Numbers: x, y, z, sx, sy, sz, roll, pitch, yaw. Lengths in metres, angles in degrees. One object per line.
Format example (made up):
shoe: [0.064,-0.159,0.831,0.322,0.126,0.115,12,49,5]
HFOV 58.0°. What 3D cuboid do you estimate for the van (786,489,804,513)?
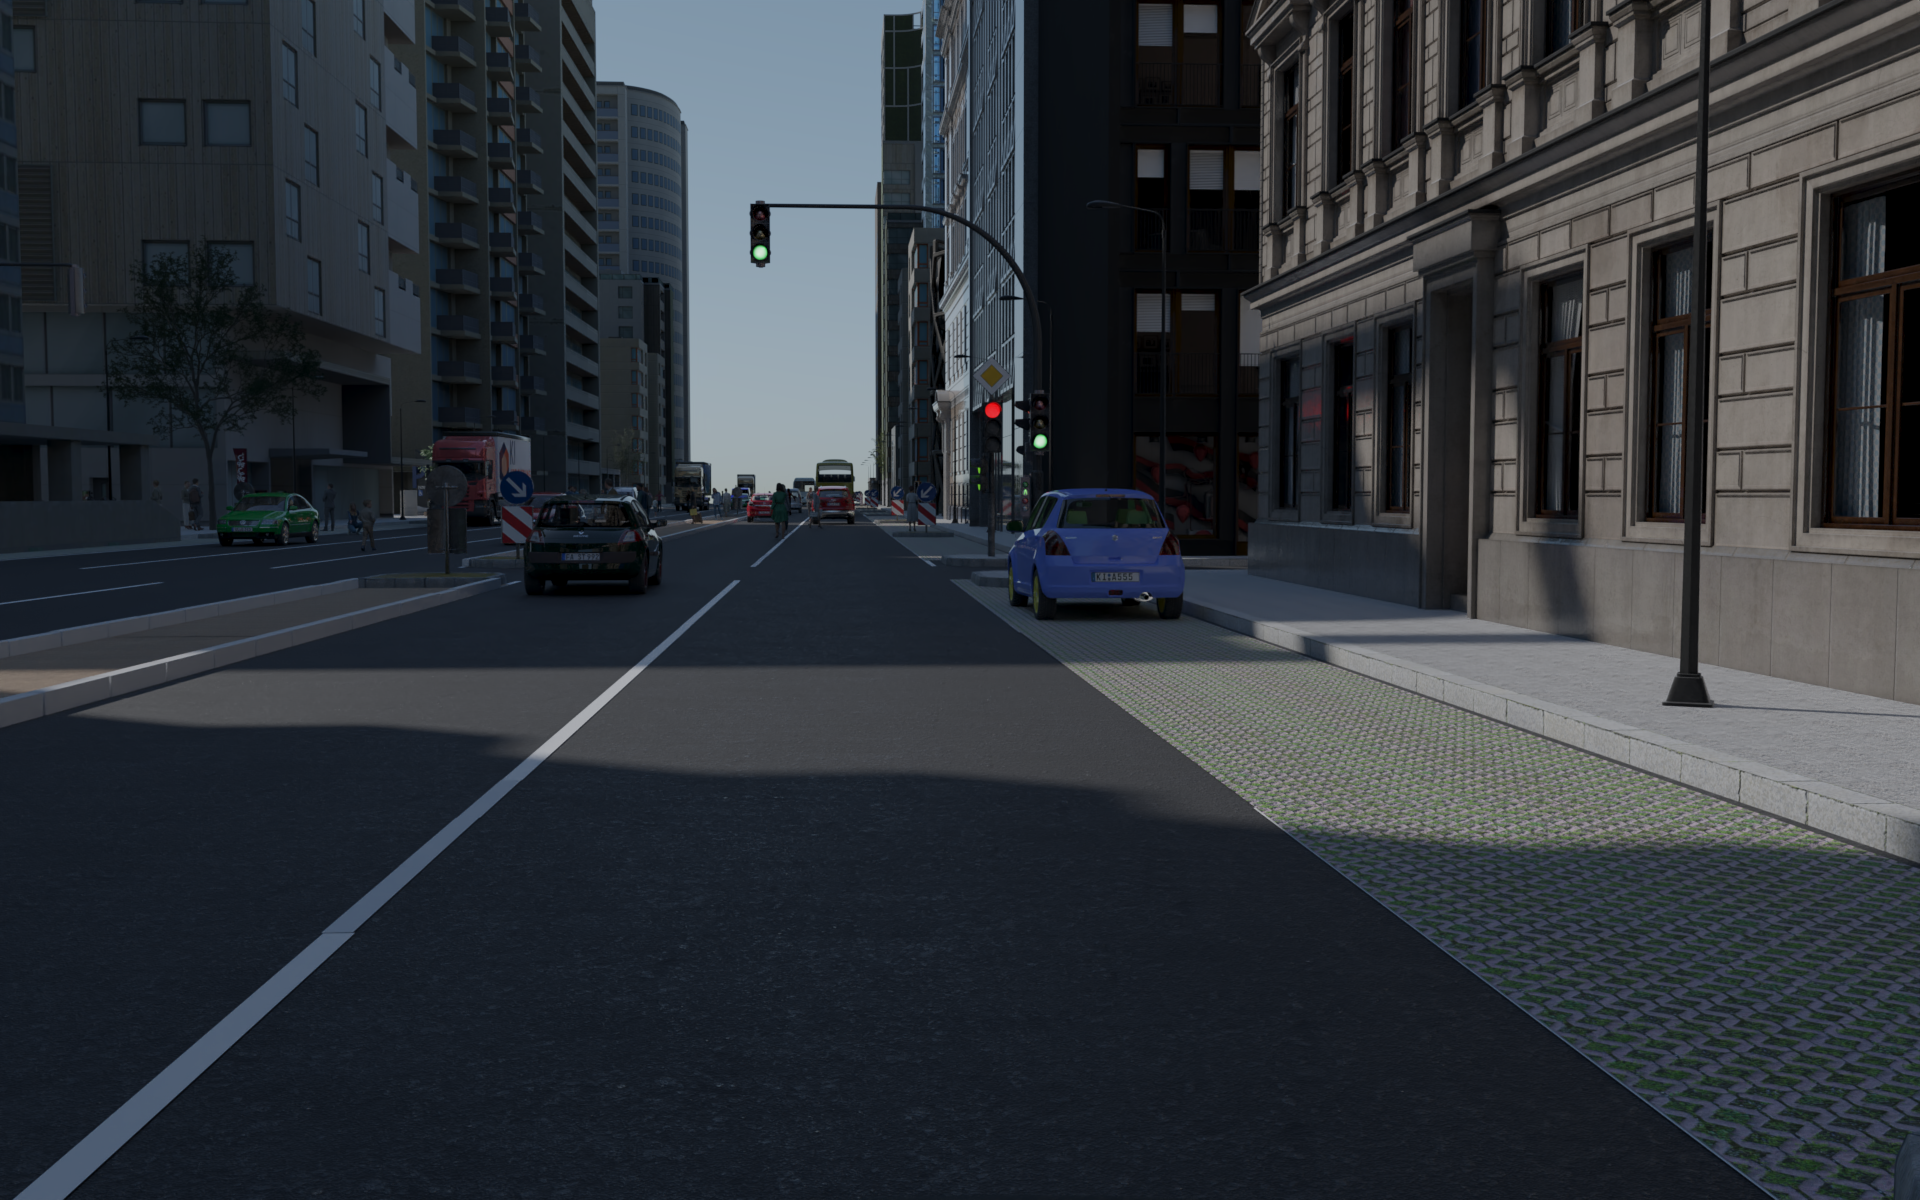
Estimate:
van: [-12.953,-7.685,132.665,2.013,2.044,4.112,0,4,-6]

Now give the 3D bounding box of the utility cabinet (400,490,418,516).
utility cabinet: [-31.642,-5.548,99.387,0.318,1.500,1.173,1,4,19]

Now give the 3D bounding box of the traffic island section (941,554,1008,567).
traffic island section: [0.666,-0.815,35.611,2.009,0.180,2.903,0,4,-4]

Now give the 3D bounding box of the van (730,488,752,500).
van: [-21.819,-10.274,172.371,2.240,2.365,5.245,0,4,-5]

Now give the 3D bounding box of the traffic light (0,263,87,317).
traffic light: [-19.697,-3.632,34.057,4.771,5.953,1.251,0,4,-4]

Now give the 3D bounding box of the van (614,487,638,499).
van: [-19.155,-5.587,98.358,2.013,2.044,4.112,0,4,-4]

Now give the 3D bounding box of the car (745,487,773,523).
car: [-9.964,-4.877,88.772,2.155,1.783,4.494,0,4,-5]

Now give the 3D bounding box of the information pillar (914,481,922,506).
information pillar: [-2.419,-5.829,99.794,0.304,2.012,0.304,2,4,32]

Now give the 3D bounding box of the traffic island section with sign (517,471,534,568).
traffic island section with sign: [-8.725,-1.618,34.598,2.006,1.907,1.989,0,4,-4]

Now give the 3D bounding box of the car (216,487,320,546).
car: [-19.643,-2.475,49.268,1.959,1.807,4.718,0,4,-4]

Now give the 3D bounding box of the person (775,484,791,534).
person: [-6.457,-3.284,62.372,0.709,1.800,0.728,1,4,20]

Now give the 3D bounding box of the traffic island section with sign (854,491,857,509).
traffic island section with sign: [-8.753,-9.378,161.956,1.989,1.847,2.006,0,4,-4]

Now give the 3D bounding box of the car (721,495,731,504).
car: [-33.613,-14.572,250.614,2.083,1.381,4.827,0,4,-4]

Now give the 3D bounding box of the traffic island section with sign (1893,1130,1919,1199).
traffic island section with sign: [2.708,0.364,2.683,1.989,1.847,2.006,0,4,-4]

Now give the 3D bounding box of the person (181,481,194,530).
person: [-27.895,-3.427,62.617,0.362,1.759,0.519,1,4,9]

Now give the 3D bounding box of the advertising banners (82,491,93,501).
advertising banners: [-33.989,-4.279,66.146,2.074,3.025,0.090,1,4,18]

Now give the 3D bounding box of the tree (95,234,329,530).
tree: [-26.568,-7.782,61.655,8.767,10.594,7.601,0,4,-4]

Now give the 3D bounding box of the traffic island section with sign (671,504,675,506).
traffic island section with sign: [-34.905,-12.680,215.950,1.989,1.847,2.006,0,4,-4]

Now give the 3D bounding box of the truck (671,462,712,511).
truck: [-23.451,-9.971,151.940,2.839,4.237,11.283,0,4,-4]

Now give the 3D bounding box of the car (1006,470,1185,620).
car: [1.563,-0.695,20.951,1.945,1.707,3.694,0,4,-5]

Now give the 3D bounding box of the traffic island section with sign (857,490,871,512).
traffic island section with sign: [-6.815,-7.734,135.070,1.989,1.847,2.006,0,4,-4]

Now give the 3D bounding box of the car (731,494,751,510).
car: [-19.927,-9.095,157.501,1.959,1.807,4.718,0,4,-6]

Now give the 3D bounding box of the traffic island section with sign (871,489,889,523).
traffic island section with sign: [-3.202,-4.663,84.874,1.989,1.847,2.006,0,4,-4]

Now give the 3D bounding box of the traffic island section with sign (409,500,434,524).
traffic island section with sign: [-25.393,-4.594,83.737,1.989,1.847,2.006,0,4,-4]

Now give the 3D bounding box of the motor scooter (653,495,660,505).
motor scooter: [-32.278,-10.520,184.774,0.815,1.314,1.986,0,4,-3]

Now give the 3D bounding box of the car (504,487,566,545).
car: [-12.139,-2.523,50.285,2.155,1.783,4.494,0,4,-6]

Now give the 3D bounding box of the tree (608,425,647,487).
tree: [-35.709,-14.333,184.714,4.360,8.622,3.978,0,3,0]

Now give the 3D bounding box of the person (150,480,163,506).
person: [-27.007,-3.154,58.156,0.362,1.759,0.519,0,4,-1]

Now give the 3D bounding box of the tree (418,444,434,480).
tree: [-28.655,-6.917,96.804,4.285,4.588,4.351,0,3,0]

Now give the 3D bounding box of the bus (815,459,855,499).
bus: [-8.744,-7.930,121.207,2.896,3.916,12.252,0,4,-4]

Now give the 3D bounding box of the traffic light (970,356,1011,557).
traffic light: [0.626,-2.848,35.494,0.839,4.253,0.868,0,4,-4]

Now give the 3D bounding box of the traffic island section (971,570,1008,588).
traffic island section: [1.239,-0.328,27.646,2.009,0.180,2.903,0,4,-4]

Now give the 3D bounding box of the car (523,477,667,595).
car: [-5.463,-0.997,26.080,2.009,1.686,4.222,0,4,-5]

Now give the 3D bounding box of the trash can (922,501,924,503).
trash can: [-2.465,-5.688,104.655,0.748,1.137,0.748,0,3,0]

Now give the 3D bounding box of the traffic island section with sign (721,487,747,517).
traffic island section with sign: [-14.123,-6.202,109.543,2.006,1.907,1.989,0,4,-4]

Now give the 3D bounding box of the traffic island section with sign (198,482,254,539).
traffic island section with sign: [-23.430,-2.918,56.335,1.989,1.847,2.006,0,4,-4]

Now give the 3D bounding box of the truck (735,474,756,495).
truck: [-30.437,-15.763,246.636,2.839,4.237,11.283,0,4,-6]

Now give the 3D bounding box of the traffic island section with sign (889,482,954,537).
traffic island section with sign: [-1.265,-3.019,57.988,1.989,1.847,2.006,0,4,-4]

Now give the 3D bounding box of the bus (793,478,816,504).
bus: [-17.786,-12.527,199.676,2.948,3.499,13.247,0,4,-4]

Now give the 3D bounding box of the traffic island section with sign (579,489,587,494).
traffic island section with sign: [-28.956,-7.611,133.069,1.989,1.847,2.006,0,4,-4]

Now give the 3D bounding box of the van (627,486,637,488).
van: [-19.950,-5.931,103.981,2.013,2.044,4.112,0,4,-6]

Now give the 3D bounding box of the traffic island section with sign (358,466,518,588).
traffic island section with sign: [-8.203,-1.167,27.209,2.006,1.907,1.989,0,4,-4]

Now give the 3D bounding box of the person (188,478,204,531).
person: [-26.737,-3.339,60.595,0.622,1.834,0.822,1,4,11]

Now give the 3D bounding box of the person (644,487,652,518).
person: [-13.748,-4.056,75.406,0.643,1.750,0.593,2,4,24]

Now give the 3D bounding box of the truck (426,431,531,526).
truck: [-22.056,-5.565,79.900,2.839,4.237,11.283,0,4,-3]

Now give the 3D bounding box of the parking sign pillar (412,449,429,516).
parking sign pillar: [-32.173,-7.049,103.716,1.447,3.967,1.447,2,4,29]

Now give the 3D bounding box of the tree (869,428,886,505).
tree: [-8.098,-14.930,194.461,4.737,8.622,4.395,0,3,0]

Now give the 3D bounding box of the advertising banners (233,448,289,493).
advertising banners: [-26.846,-4.304,66.559,2.074,3.025,0.090,-3,5,-41]

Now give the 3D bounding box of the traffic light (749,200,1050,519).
traffic light: [-0.882,-3.215,27.239,4.771,5.953,1.251,0,4,-4]

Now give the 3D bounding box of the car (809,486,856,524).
car: [-6.125,-4.577,83.503,2.281,1.827,5.304,0,4,-5]
